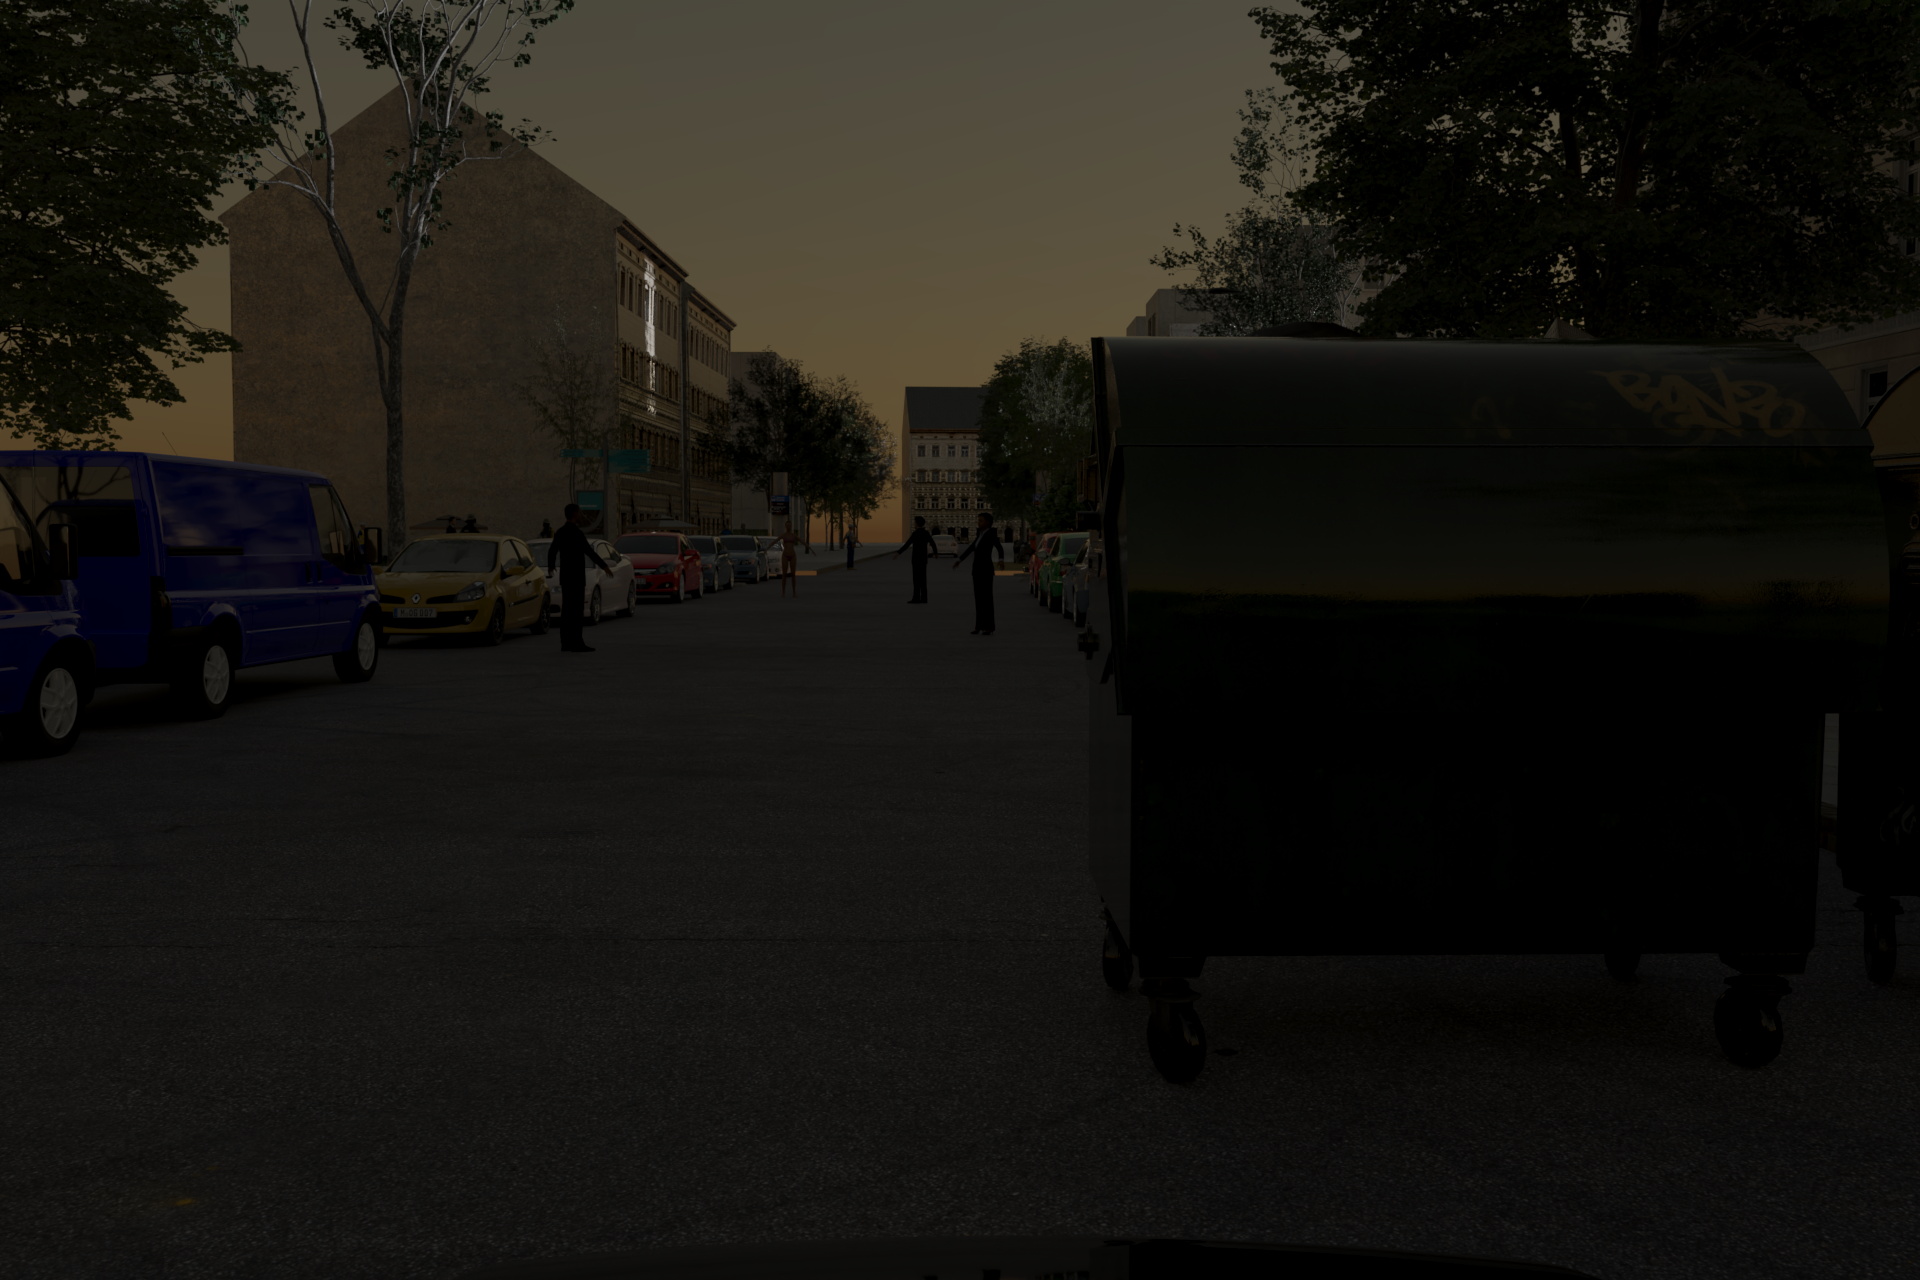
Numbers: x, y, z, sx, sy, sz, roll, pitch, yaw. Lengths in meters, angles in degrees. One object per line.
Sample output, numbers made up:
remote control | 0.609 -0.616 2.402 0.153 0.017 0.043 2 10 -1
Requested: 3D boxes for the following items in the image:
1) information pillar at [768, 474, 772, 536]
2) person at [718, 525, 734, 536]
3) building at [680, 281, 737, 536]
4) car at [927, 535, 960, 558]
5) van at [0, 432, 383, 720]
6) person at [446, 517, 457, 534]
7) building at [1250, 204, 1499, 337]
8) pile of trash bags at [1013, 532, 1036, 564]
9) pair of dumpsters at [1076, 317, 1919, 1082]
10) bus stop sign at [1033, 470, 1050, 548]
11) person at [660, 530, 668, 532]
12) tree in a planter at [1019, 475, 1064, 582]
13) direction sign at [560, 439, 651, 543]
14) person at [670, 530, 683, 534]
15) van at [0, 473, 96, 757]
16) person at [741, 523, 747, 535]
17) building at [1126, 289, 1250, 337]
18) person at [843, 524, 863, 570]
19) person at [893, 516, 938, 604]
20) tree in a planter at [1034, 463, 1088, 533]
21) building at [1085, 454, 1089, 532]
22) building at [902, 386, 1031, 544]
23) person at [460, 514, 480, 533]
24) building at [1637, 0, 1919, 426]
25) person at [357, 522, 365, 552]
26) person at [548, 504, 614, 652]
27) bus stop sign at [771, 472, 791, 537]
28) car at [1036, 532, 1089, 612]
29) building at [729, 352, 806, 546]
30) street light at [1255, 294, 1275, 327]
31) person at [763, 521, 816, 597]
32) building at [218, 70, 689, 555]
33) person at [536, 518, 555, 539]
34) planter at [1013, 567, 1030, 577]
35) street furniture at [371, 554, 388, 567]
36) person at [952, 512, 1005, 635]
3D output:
information pillar | -7.457 -4.682 67.907 0.183 3.616 0.504 0 3 0
person | -13.200 -5.616 97.954 1.347 1.817 0.704 0 4 -5
building | -25.889 -17.429 115.901 19.493 23.208 18.063 0 4 1
car | -1.037 -5.711 105.741 2.083 1.381 4.827 0 4 0
van | -6.673 -0.652 15.038 2.240 2.365 5.245 0 4 0
person | -15.890 -2.952 54.315 0.704 1.823 1.345 0 4 4
building | 23.046 -15.271 106.093 16.016 20.090 11.380 0 4 0
pile of trash bags | 3.279 -4.071 76.307 1.912 1.369 3.447 0 3 0
pair of dumpsters | 2.551 -0.006 5.055 4.436 2.255 1.574 0 4 -1
bus stop sign | 3.461 -5.067 71.864 0.837 3.901 0.837 0 4 0
person | -12.306 -4.069 72.493 0.705 1.833 1.349 1 4 13
tree in a planter | 2.801 -3.395 52.734 1.991 3.239 1.994 0 4 -1
direction sign | -9.944 -3.698 49.231 2.525 3.948 1.411 0 4 0
person | -13.157 -4.547 80.280 1.347 1.837 0.705 -3 5 -41
van | -6.723 -0.306 9.392 2.240 2.365 5.245 0 4 0
person | -10.863 -4.927 86.677 0.705 1.813 1.348 -1 4 -9
building | 22.633 -16.330 133.454 16.747 18.905 31.486 0 3 0
person | -4.347 -3.727 69.253 0.705 1.847 1.347 -3 4 -38
person | -0.858 -1.660 35.788 0.705 1.806 1.347 3 5 40
tree in a planter | 2.793 -2.849 43.811 1.991 3.239 1.994 0 4 1
building | 23.502 -20.209 196.866 16.747 18.905 31.486 0 4 0
building | 0.940 -25.893 256.743 18.063 23.208 19.493 0 4 -5
person | -13.490 -2.571 47.902 1.351 1.845 0.704 2 4 34
building | 25.389 -15.455 38.594 13.634 28.700 20.117 0 4 0
person | -24.474 -3.962 71.251 0.721 1.772 1.216 0 4 6
person | -4.698 -0.762 21.139 1.346 1.802 0.704 3 5 45
bus stop sign | -7.674 -5.201 74.054 0.837 3.901 0.837 0 4 -1
car | 2.473 -1.484 33.061 1.959 1.807 4.718 0 4 -1
building | -26.212 -19.413 183.862 16.747 18.905 31.486 0 3 0
street light | 6.452 -3.685 32.784 1.470 5.913 1.316 0 3 0
person | -3.865 -1.832 39.216 1.217 1.733 0.721 -1 4 -13
building | -25.538 -15.952 91.747 19.493 23.208 18.063 0 4 1
person | -14.819 -3.440 62.029 0.705 1.856 1.354 1 4 22
planter | 2.817 -2.302 58.780 1.991 0.319 1.994 0 4 -1
street furniture | -20.975 -3.350 70.403 5.734 0.657 10.072 0 4 -2
person | 0.277 -0.945 24.635 0.721 1.740 1.216 -2 4 -34
